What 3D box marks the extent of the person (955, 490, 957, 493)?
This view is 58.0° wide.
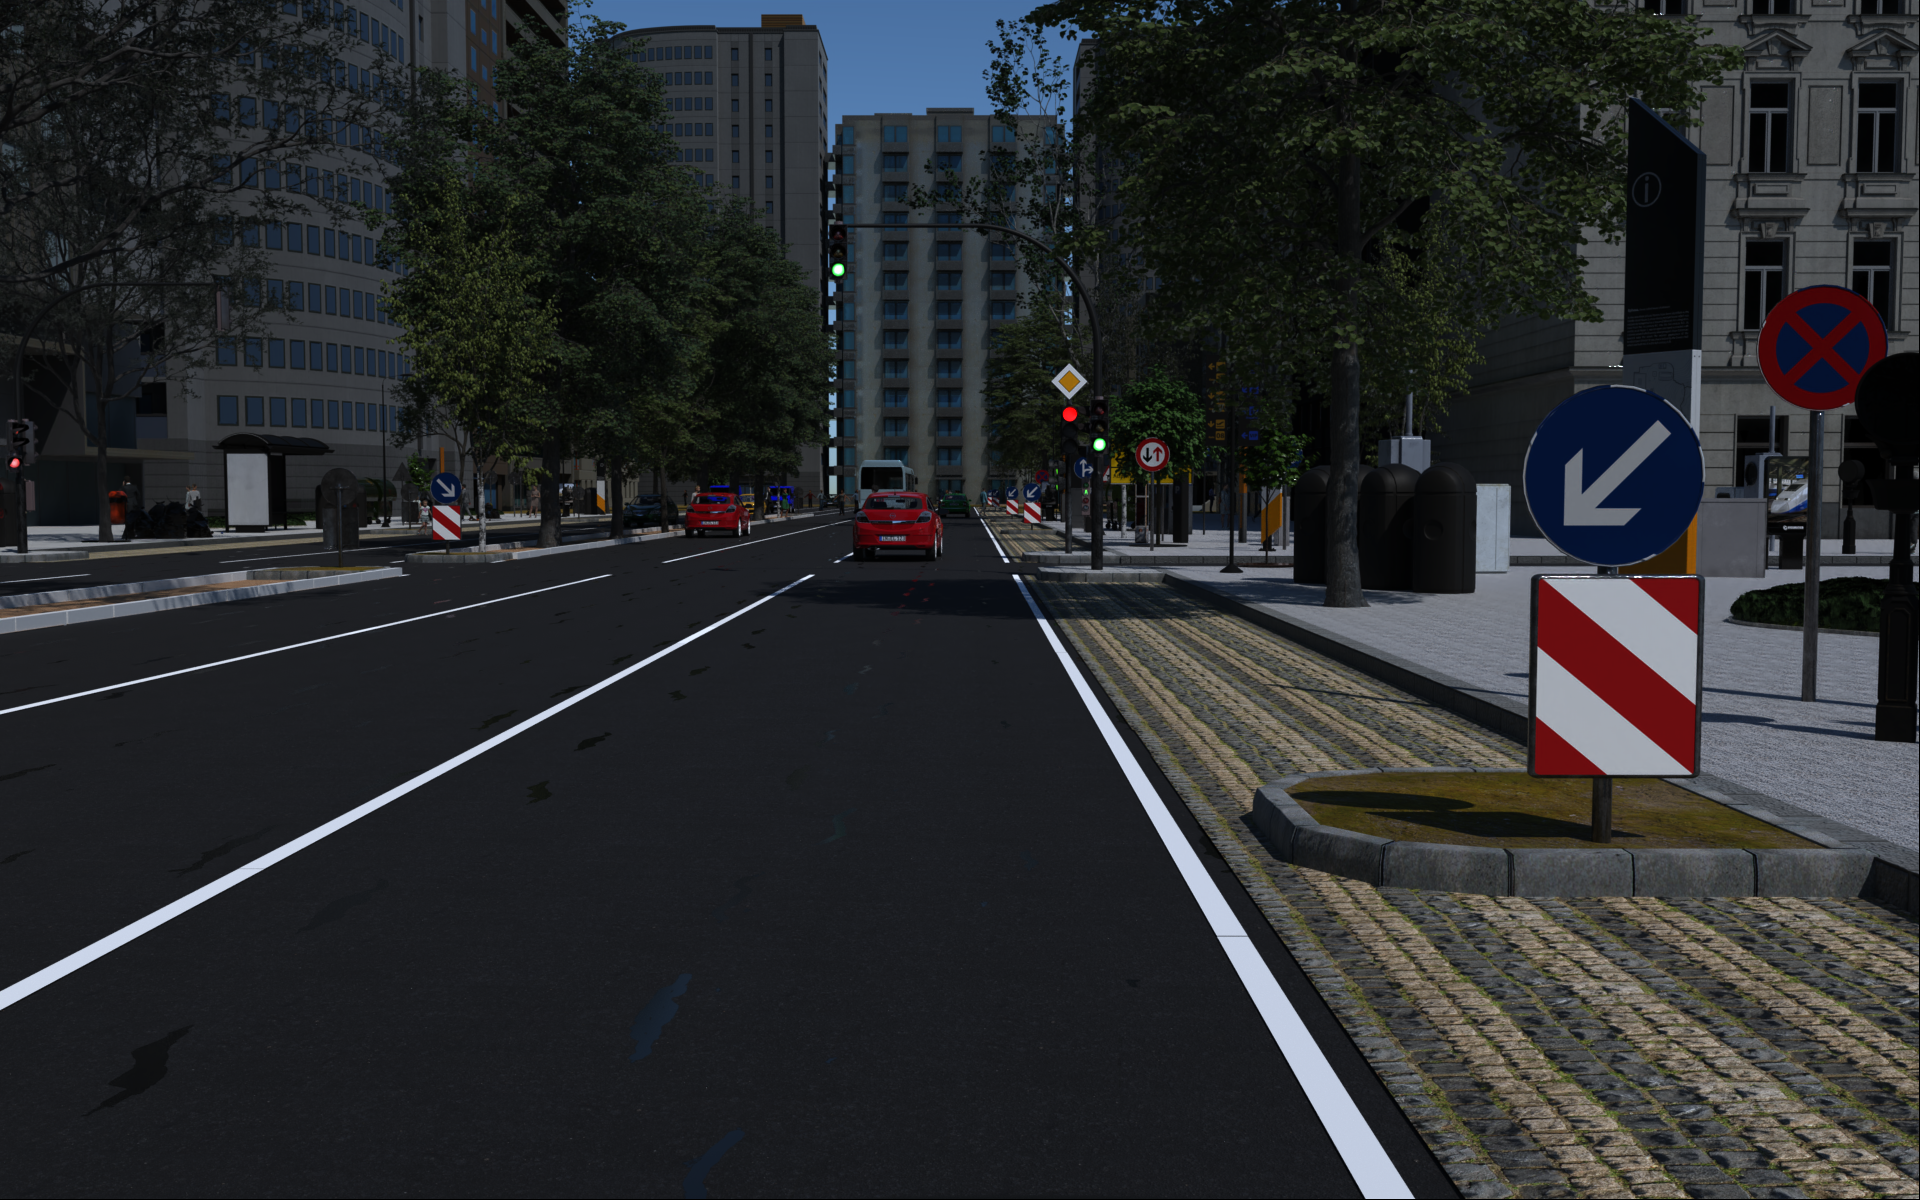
[{"bbox_3d":[-0.433,-10.399,178.521,0.705,1.824,1.348,0,4,6],"label":"person"}]

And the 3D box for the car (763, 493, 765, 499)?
[{"bbox_3d":[-19.609,-9.994,172.996,1.945,1.707,3.694,0,4,-1],"label":"car"}]

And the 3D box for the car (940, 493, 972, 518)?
[{"bbox_3d":[-0.276,-5.996,106.825,1.959,1.807,4.718,0,4,2],"label":"car"}]

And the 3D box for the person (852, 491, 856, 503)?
[{"bbox_3d":[-10.532,-10.219,176.372,1.217,1.735,0.721,2,4,29],"label":"person"}]

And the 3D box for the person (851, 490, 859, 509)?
[{"bbox_3d":[-8.827,-8.583,148.823,1.348,1.826,0.705,-2,4,-34],"label":"person"}]

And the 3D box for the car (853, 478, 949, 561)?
[{"bbox_3d":[-1.338,-1.798,38.431,2.155,1.783,4.494,0,4,2],"label":"car"}]

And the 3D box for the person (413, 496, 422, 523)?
[{"bbox_3d":[-23.966,-3.995,76.382,0.505,1.210,0.382,-2,4,-25],"label":"person"}]

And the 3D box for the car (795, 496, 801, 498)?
[{"bbox_3d":[-17.198,-10.170,178.287,2.014,1.417,4.499,0,4,0],"label":"car"}]

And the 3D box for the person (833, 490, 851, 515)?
[{"bbox_3d":[-7.925,-6.531,115.999,1.217,1.735,0.721,0,4,7],"label":"person"}]

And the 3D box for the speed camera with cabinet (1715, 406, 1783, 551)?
[{"bbox_3d":[18.018,-2.770,39.617,0.660,3.252,2.038,0,4,-2],"label":"speed camera with cabinet"}]

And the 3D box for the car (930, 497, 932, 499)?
[{"bbox_3d":[-4.082,-10.576,184.718,2.131,1.459,4.920,0,4,0],"label":"car"}]

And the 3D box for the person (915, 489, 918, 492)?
[{"bbox_3d":[-3.377,-7.654,133.733,1.350,1.814,0.705,1,4,22],"label":"person"}]

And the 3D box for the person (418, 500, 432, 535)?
[{"bbox_3d":[-18.664,-2.871,60.463,0.505,1.210,0.382,-3,5,-40],"label":"person"}]

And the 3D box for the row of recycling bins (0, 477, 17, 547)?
[{"bbox_3d":[-23.337,-2.081,41.133,1.069,1.692,3.534,-1,4,-10],"label":"row of recycling bins"}]

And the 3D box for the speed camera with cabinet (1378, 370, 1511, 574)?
[{"bbox_3d":[7.816,-2.056,27.955,2.038,3.252,0.660,-1,4,-8],"label":"speed camera with cabinet"}]

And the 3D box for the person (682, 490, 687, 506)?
[{"bbox_3d":[-30.116,-11.169,189.472,0.721,1.723,1.217,-3,4,-36],"label":"person"}]

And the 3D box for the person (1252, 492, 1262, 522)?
[{"bbox_3d":[13.561,-4.411,78.000,0.795,1.843,0.661,0,4,-8],"label":"person"}]

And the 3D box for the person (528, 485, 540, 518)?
[{"bbox_3d":[-22.956,-5.321,93.387,0.599,1.781,0.374,0,4,7],"label":"person"}]

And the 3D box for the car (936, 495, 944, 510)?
[{"bbox_3d":[-1.008,-8.126,145.439,1.945,1.354,3.894,0,4,-1],"label":"car"}]

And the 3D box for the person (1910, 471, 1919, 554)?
[{"bbox_3d":[20.411,-1.859,36.931,0.782,1.767,0.515,0,4,-8],"label":"person"}]

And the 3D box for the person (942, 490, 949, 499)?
[{"bbox_3d":[-1.069,-7.401,130.230,0.721,1.743,1.217,-3,4,-38],"label":"person"}]

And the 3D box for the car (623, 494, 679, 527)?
[{"bbox_3d":[-13.671,-3.970,76.711,2.131,1.459,4.920,0,4,1],"label":"car"}]

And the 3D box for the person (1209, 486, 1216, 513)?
[{"bbox_3d":[16.932,-6.709,115.608,0.599,1.838,0.709,0,4,-5],"label":"person"}]

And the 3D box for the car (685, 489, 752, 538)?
[{"bbox_3d":[-8.084,-2.994,57.999,2.155,1.783,4.494,0,4,-1],"label":"car"}]

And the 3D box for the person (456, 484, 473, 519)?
[{"bbox_3d":[-25.038,-4.975,87.664,0.850,1.792,0.678,0,4,5],"label":"person"}]

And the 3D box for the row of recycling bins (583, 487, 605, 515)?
[{"bbox_3d":[-23.101,-6.239,109.126,1.069,1.692,3.534,0,4,-3],"label":"row of recycling bins"}]

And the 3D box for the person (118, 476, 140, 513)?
[{"bbox_3d":[-28.265,-3.272,58.910,0.474,1.900,0.648,1,4,14],"label":"person"}]

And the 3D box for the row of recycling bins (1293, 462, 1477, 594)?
[{"bbox_3d":[5.765,-1.021,23.809,1.069,1.692,3.534,-1,4,-23],"label":"row of recycling bins"}]

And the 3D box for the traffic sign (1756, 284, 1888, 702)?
[{"bbox_3d":[5.255,-0.645,10.645,0.768,2.556,0.104,0,4,6],"label":"traffic sign"}]

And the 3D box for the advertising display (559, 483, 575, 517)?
[{"bbox_3d":[-22.484,-5.731,98.915,0.974,1.923,0.123,0,4,-4],"label":"advertising display"}]

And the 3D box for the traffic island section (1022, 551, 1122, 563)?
[{"bbox_3d":[2.363,-0.921,37.347,2.009,0.180,2.903,0,4,0],"label":"traffic island section"}]

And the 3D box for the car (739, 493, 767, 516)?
[{"bbox_3d":[-13.079,-5.953,107.557,2.015,1.641,3.980,0,4,2],"label":"car"}]

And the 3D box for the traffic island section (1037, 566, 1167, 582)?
[{"bbox_3d":[2.335,-0.433,29.362,2.009,0.180,2.903,0,4,0],"label":"traffic island section"}]

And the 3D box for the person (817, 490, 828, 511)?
[{"bbox_3d":[-11.741,-8.466,146.996,0.705,1.814,1.350,3,4,37],"label":"person"}]

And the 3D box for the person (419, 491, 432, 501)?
[{"bbox_3d":[-27.603,-5.091,89.051,0.659,1.850,0.755,3,5,44],"label":"person"}]

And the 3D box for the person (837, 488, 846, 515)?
[{"bbox_3d":[-8.182,-6.824,120.072,0.705,1.824,1.348,-2,4,-26],"label":"person"}]

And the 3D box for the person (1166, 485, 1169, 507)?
[{"bbox_3d":[8.983,-4.226,75.116,0.794,1.824,0.713,-3,5,-43],"label":"person"}]

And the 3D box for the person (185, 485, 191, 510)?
[{"bbox_3d":[-36.727,-4.616,82.513,0.522,1.701,0.512,0,4,1],"label":"person"}]

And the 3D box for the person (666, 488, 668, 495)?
[{"bbox_3d":[-25.556,-8.822,150.362,0.705,1.814,1.350,-1,4,-22],"label":"person"}]

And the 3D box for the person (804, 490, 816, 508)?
[{"bbox_3d":[-14.924,-10.035,172.535,1.348,1.831,0.705,0,4,6],"label":"person"}]

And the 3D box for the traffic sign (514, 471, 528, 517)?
[{"bbox_3d":[-24.132,-5.815,95.175,0.768,2.556,0.104,0,4,7],"label":"traffic sign"}]

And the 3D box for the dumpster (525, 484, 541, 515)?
[{"bbox_3d":[-25.475,-6.052,104.702,1.264,1.857,1.865,0,4,0],"label":"dumpster"}]

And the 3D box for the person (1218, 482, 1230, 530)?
[{"bbox_3d":[9.501,-3.367,62.098,0.522,1.701,0.512,1,4,23],"label":"person"}]

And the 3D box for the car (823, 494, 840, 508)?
[{"bbox_3d":[-13.381,-10.466,180.907,2.009,1.686,4.222,0,4,1],"label":"car"}]

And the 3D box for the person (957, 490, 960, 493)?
[{"bbox_3d":[-0.228,-7.891,138.334,0.721,1.723,1.217,2,4,33],"label":"person"}]

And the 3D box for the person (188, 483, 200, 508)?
[{"bbox_3d":[-32.209,-4.048,72.981,0.760,1.731,0.466,2,4,25],"label":"person"}]

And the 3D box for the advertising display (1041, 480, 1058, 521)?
[{"bbox_3d":[4.215,-4.672,81.606,0.974,1.923,0.123,3,5,43],"label":"advertising display"}]

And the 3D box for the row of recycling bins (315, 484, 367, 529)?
[{"bbox_3d":[-23.226,-3.536,64.926,1.069,1.692,3.534,0,4,2],"label":"row of recycling bins"}]

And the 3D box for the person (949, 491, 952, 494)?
[{"bbox_3d":[-0.895,-8.666,150.854,0.621,1.740,0.551,2,4,28],"label":"person"}]

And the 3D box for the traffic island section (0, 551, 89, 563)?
[{"bbox_3d":[-20.278,-0.927,37.432,2.009,0.180,2.903,0,4,0],"label":"traffic island section"}]

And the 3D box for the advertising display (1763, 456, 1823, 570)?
[{"bbox_3d":[14.142,-1.481,29.429,0.974,1.923,0.123,0,4,-3],"label":"advertising display"}]
